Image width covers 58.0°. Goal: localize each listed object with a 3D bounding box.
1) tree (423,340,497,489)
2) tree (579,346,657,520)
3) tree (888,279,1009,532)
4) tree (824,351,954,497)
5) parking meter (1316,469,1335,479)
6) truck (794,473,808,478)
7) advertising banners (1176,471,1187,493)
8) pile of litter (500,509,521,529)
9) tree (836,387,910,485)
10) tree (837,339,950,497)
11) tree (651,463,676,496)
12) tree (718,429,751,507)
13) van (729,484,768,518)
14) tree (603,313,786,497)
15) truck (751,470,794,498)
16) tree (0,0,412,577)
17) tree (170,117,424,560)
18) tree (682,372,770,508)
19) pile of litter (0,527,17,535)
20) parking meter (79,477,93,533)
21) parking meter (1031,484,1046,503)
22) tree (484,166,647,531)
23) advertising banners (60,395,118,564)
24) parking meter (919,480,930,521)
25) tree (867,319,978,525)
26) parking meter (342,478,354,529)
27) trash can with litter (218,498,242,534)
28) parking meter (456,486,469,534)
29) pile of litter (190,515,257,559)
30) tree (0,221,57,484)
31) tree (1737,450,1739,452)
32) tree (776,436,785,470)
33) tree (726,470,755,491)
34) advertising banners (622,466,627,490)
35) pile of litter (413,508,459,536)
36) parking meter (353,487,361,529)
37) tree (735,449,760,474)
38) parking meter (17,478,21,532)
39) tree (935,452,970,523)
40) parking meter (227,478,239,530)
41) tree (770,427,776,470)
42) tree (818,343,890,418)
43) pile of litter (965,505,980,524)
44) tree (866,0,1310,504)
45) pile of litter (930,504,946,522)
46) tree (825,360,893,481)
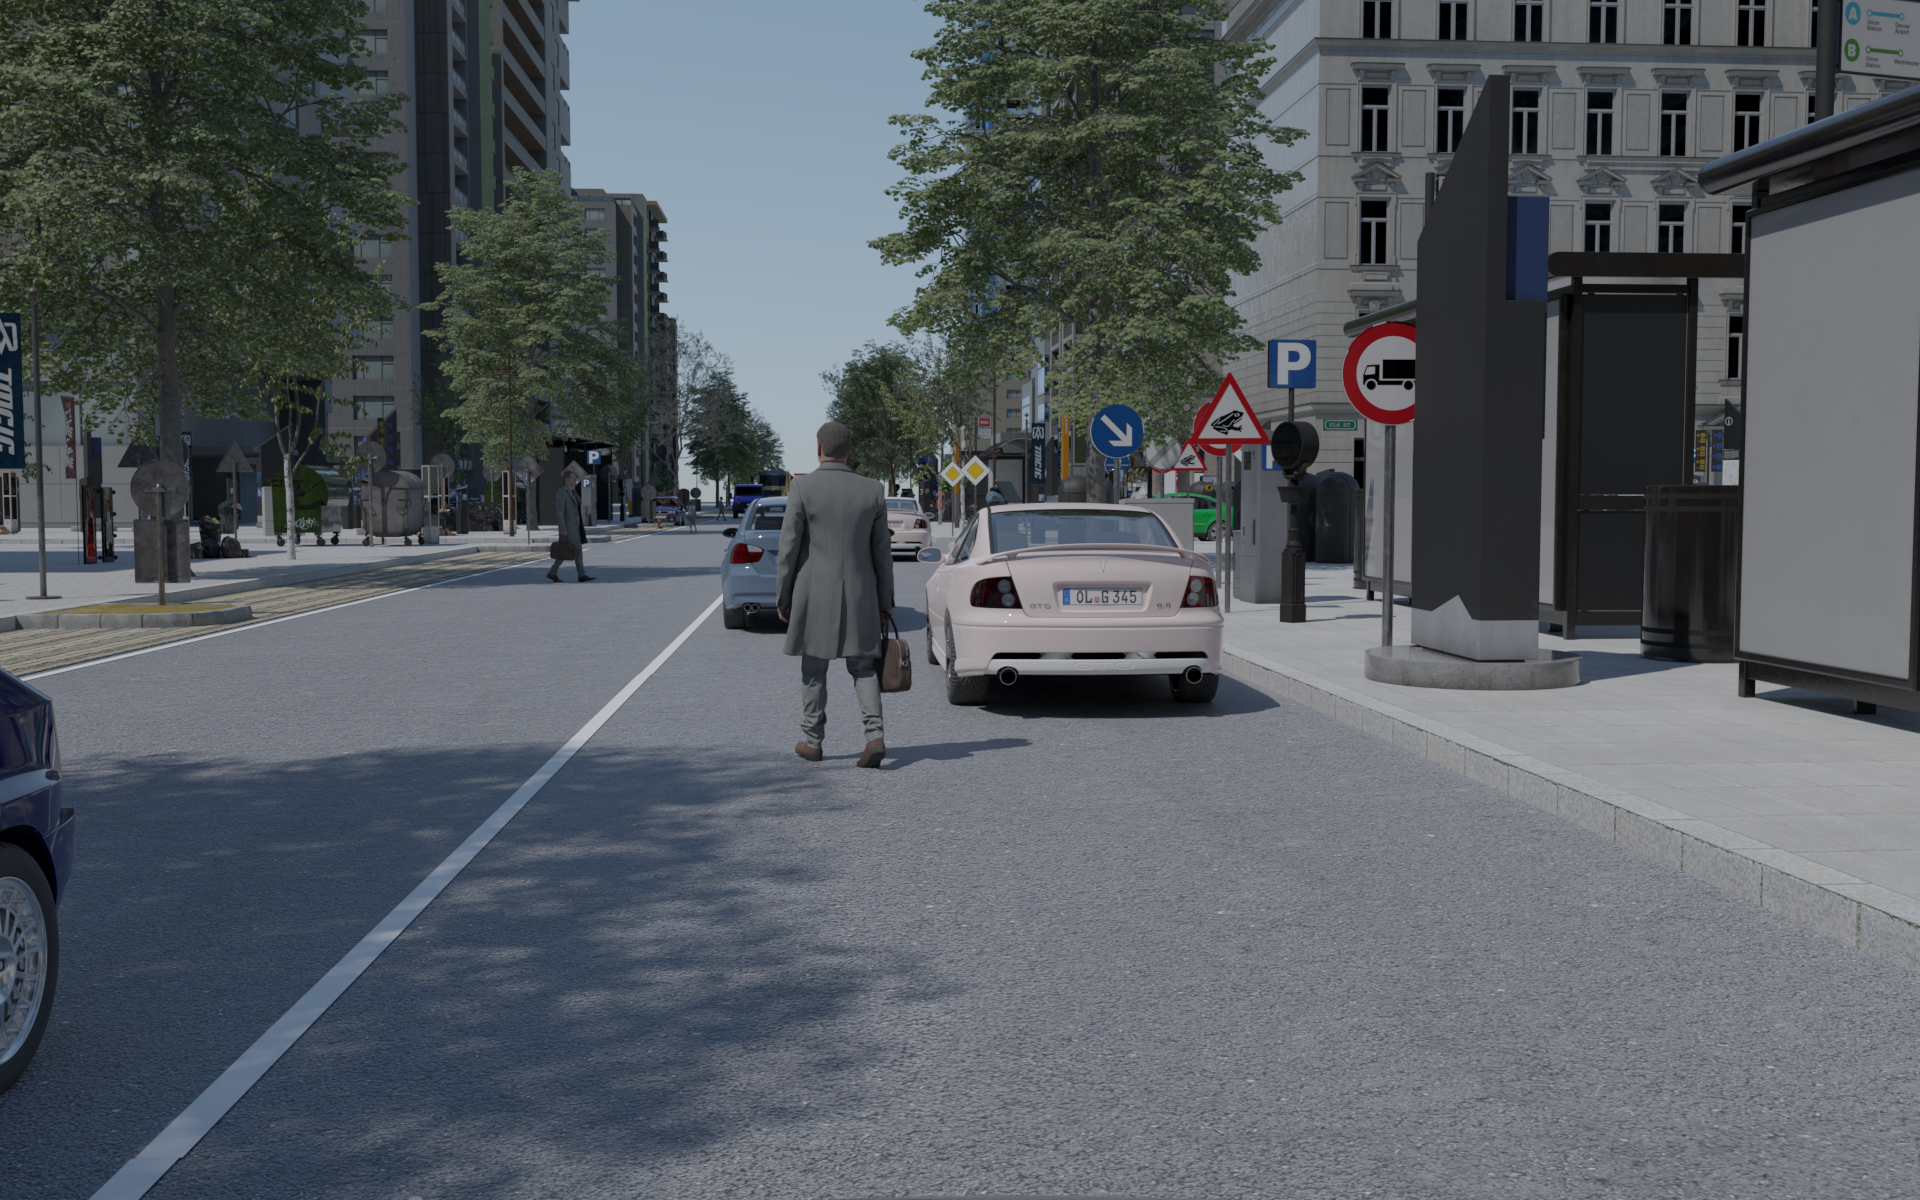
[{"bbox_3d":[-23.360,-7.959,80.491,4.737,8.622,4.395,0,3,0],"label":"tree"},{"bbox_3d":[-16.850,-8.298,86.041,4.737,8.622,4.395,0,3,0],"label":"tree"},{"bbox_3d":[-0.098,-6.597,58.222,4.360,8.622,3.978,0,3,0],"label":"tree"},{"bbox_3d":[-4.294,-10.900,112.634,8.767,10.594,7.601,-2,4,-27],"label":"tree"},{"bbox_3d":[8.436,-2.102,40.072,0.399,1.863,0.255,3,5,42],"label":"parking meter"},{"bbox_3d":[-21.279,-15.096,235.735,2.839,4.237,11.283,0,4,-3],"label":"truck"},{"bbox_3d":[8.884,-4.276,66.092,2.074,3.025,0.090,1,4,18],"label":"advertising banners"},{"bbox_3d":[-16.952,-3.019,63.328,1.719,0.858,1.176,1,4,20],"label":"pile of litter"},{"bbox_3d":[-9.334,-16.074,179.819,9.611,12.733,9.660,0,3,0],"label":"tree"},{"bbox_3d":[-5.538,-14.380,141.761,9.857,13.997,8.962,0,3,0],"label":"tree"},{"bbox_3d":[-18.222,-6.727,104.588,1.663,3.219,1.824,0,3,0],"label":"tree"},{"bbox_3d":[-22.893,-13.531,171.592,4.360,8.622,3.978,0,3,0],"label":"tree"},{"bbox_3d":[-12.611,-6.065,103.543,2.240,2.365,5.245,0,4,-6],"label":"van"},{"bbox_3d":[-19.543,-12.717,118.293,12.009,13.543,11.850,0,3,0],"label":"tree"},{"bbox_3d":[-15.319,-9.003,143.120,3.469,3.379,9.791,0,4,-3],"label":"truck"},{"bbox_3d":[-12.066,-6.604,26.110,7.486,12.596,7.792,0,3,0],"label":"tree"},{"bbox_3d":[-13.010,-5.082,33.447,4.737,8.622,4.395,0,3,0],"label":"tree"},{"bbox_3d":[-22.081,-14.702,158.511,7.486,12.596,7.792,0,3,0],"label":"tree"},{"bbox_3d":[-30.674,-2.497,54.798,1.719,0.858,1.176,0,4,0],"label":"pile of litter"},{"bbox_3d":[-29.141,-3.184,57.774,0.399,1.863,0.255,1,4,22],"label":"parking meter"},{"bbox_3d":[2.021,-2.228,44.831,0.372,1.533,0.369,0,3,0],"label":"parking meter"},{"bbox_3d":[-14.803,-8.688,60.168,7.486,12.596,7.792,0,3,0],"label":"tree"},{"bbox_3d":[-15.975,-2.176,31.760,0.090,3.025,2.074,0,4,-3],"label":"advertising banners"},{"bbox_3d":[-1.407,-3.905,69.559,0.399,1.863,0.255,-3,5,-41],"label":"parking meter"},{"bbox_3d":[-1.056,-7.470,72.500,4.737,8.622,4.395,0,3,0],"label":"tree"},{"bbox_3d":[-22.312,-3.508,63.064,0.255,1.863,0.399,1,4,16],"label":"parking meter"},{"bbox_3d":[-23.444,-2.672,55.069,0.624,1.170,1.055,2,4,35],"label":"trash can with litter"},{"bbox_3d":[-15.891,-2.867,55.281,0.372,1.533,0.369,0,3,0],"label":"parking meter"},{"bbox_3d":[-15.051,-1.267,34.683,1.719,0.858,1.176,-1,4,-8],"label":"pile of litter"},{"bbox_3d":[-22.645,-5.468,39.768,4.360,8.622,3.978,0,3,0],"label":"tree"},{"bbox_3d":[17.930,-2.665,38.182,1.663,3.219,1.824,0,3,0],"label":"tree"},{"bbox_3d":[-31.440,-21.785,274.313,7.486,12.596,7.792,0,3,0],"label":"tree"},{"bbox_3d":[-25.739,-13.445,203.539,4.285,4.588,4.351,0,3,0],"label":"tree"},{"bbox_3d":[-20.312,-6.870,108.512,2.074,3.025,0.090,2,4,25],"label":"advertising banners"},{"bbox_3d":[-16.217,-2.416,53.474,1.176,0.858,1.719,-3,5,-40],"label":"pile of litter"},{"bbox_3d":[-22.469,-3.433,64.537,0.372,1.533,0.369,0,3,0],"label":"parking meter"},{"bbox_3d":[-27.169,-16.288,216.670,4.737,8.622,4.395,0,3,0],"label":"tree"},{"bbox_3d":[-32.134,-3.251,58.857,0.255,1.863,0.399,-1,4,-13],"label":"parking meter"},{"bbox_3d":[-0.546,-5.090,77.823,1.663,3.219,1.824,0,3,0],"label":"tree"},{"bbox_3d":[-26.268,-3.480,62.606,0.399,1.863,0.255,-2,4,-27],"label":"parking meter"},{"bbox_3d":[-25.697,-16.587,189.319,7.486,12.596,7.792,0,3,0],"label":"tree"},{"bbox_3d":[-11.397,-22.114,217.449,12.611,20.169,13.585,0,3,0],"label":"tree"},{"bbox_3d":[0.740,-3.626,73.244,1.176,0.858,1.719,-3,4,-37],"label":"pile of litter"},{"bbox_3d":[2.243,-6.850,30.130,7.486,12.596,7.792,0,3,0],"label":"tree"},{"bbox_3d":[-1.442,-4.052,80.214,1.719,0.858,1.176,1,4,15],"label":"pile of litter"},{"bbox_3d":[-7.411,-14.974,155.200,12.009,13.543,11.850,0,3,0],"label":"tree"}]
